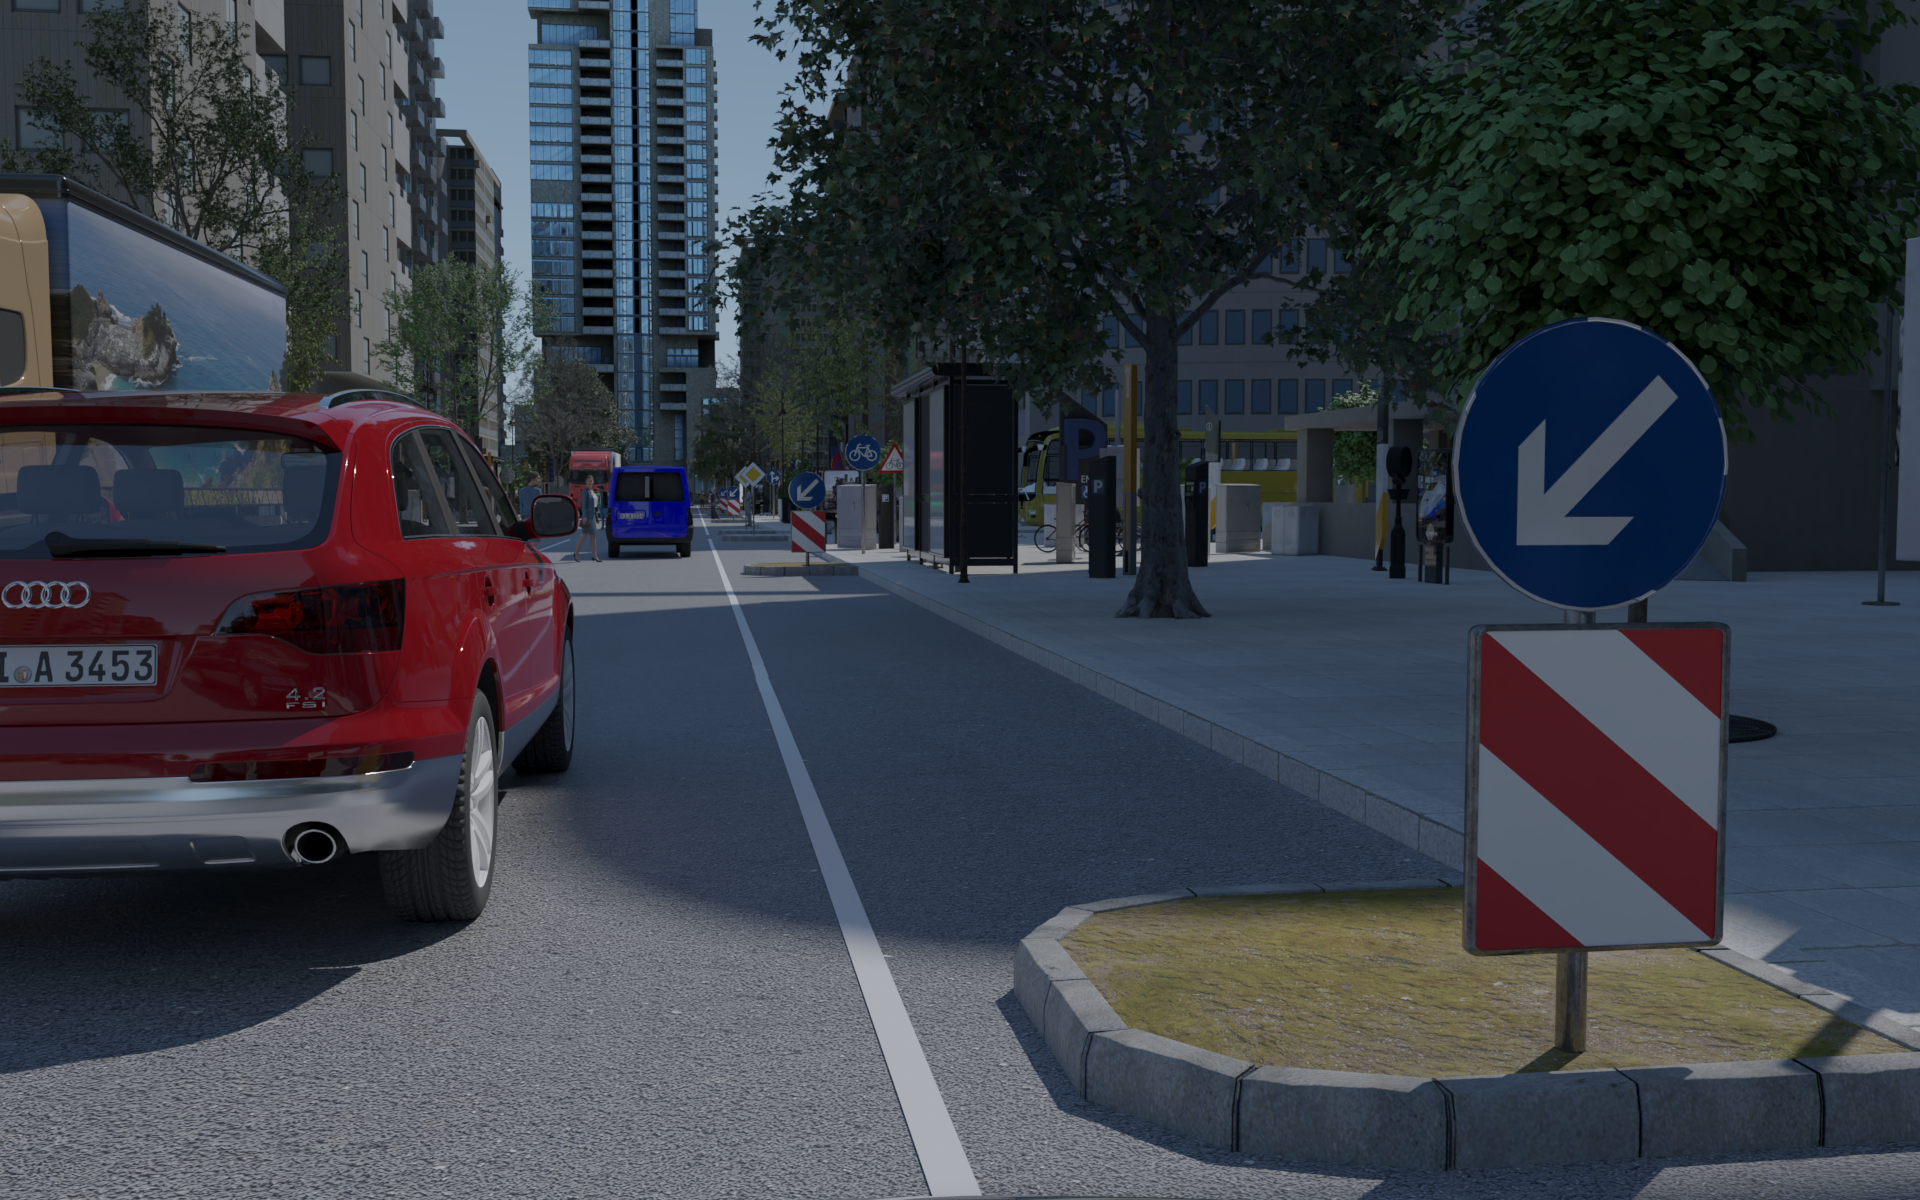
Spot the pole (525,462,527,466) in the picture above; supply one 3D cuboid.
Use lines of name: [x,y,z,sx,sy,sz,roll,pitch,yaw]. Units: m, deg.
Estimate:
pole: [-27.975,-7.212,111.752,0.158,3.312,0.155,0,3,0]

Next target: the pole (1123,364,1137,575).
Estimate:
pole: [2.687,-2.049,27.345,0.158,3.312,0.155,0,3,0]

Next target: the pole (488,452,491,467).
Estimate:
pole: [-22.843,-5.524,84.156,0.158,3.312,0.155,0,3,0]

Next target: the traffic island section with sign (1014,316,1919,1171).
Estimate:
traffic island section with sign: [1.202,0.243,4.650,1.989,1.847,2.006,-1,4,-9]

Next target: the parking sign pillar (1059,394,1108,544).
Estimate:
parking sign pillar: [3.256,-3.463,45.092,1.447,3.967,1.447,-1,4,-16]

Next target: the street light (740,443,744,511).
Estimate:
street light: [-16.919,-9.927,135.091,0.468,5.910,1.993,-1,4,-9]

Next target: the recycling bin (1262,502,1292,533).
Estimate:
recycling bin: [9.839,-2.511,53.602,0.722,1.027,0.722,3,5,41]

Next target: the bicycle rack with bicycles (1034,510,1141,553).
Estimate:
bicycle rack with bicycles: [3.376,-1.531,38.410,2.925,0.926,2.852,1,4,21]

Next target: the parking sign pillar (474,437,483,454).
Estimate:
parking sign pillar: [-23.029,-5.671,81.185,1.447,3.967,1.447,-1,4,-13]

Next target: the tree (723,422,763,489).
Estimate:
tree: [-20.808,-13.280,167.497,4.360,8.622,3.978,0,3,0]

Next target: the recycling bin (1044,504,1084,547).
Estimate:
recycling bin: [2.537,-1.814,42.214,0.722,1.027,0.722,3,5,42]

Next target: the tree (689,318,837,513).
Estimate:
tree: [-13.584,-12.842,120.343,12.009,13.543,11.850,0,3,0]

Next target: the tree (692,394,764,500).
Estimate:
tree: [-23.278,-15.310,176.078,9.928,11.665,9.643,0,3,0]

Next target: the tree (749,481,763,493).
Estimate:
tree: [-17.320,-9.184,144.757,1.663,3.219,1.824,0,3,0]

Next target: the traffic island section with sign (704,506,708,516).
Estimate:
traffic island section with sign: [-15.596,-6.413,113.479,1.989,1.847,2.006,-1,4,-9]

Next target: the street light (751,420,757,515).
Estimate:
street light: [-12.637,-8.176,106.463,0.468,5.910,1.993,-1,4,-9]

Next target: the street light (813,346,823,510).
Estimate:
street light: [-4.405,-4.942,53.591,0.468,5.910,1.993,-1,4,-9]

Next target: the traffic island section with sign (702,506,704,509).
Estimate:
traffic island section with sign: [-23.171,-9.416,162.574,1.989,1.847,2.006,-1,4,-9]

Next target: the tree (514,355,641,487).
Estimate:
tree: [-31.558,-13.718,141.290,9.611,12.733,9.660,0,3,0]

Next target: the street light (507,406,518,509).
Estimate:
street light: [-23.067,-7.130,89.368,0.468,5.910,1.993,-1,4,-9]

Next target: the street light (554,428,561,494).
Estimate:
street light: [-27.494,-8.902,118.340,0.468,5.910,1.993,-1,4,-9]

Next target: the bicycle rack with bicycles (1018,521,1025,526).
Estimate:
bicycle rack with bicycles: [3.134,-3.454,69.861,2.925,0.926,2.852,1,4,15]

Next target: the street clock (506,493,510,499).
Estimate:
street clock: [-28.517,-6.418,109.502,0.358,2.002,0.471,2,4,27]

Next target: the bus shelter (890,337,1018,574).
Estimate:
bus shelter: [-0.028,-3.321,31.923,2.179,5.291,8.768,-1,4,-9]

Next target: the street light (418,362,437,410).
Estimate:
street light: [-18.610,-5.375,60.669,0.468,5.910,1.993,-1,4,-9]

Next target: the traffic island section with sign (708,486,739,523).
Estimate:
traffic island section with sign: [-11.475,-4.784,86.839,1.989,1.847,2.006,-1,4,-9]

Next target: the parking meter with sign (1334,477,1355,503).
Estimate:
parking meter with sign: [11.370,-3.364,51.261,0.543,3.016,1.738,2,4,33]

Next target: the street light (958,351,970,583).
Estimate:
street light: [0.056,-3.184,24.841,0.468,5.910,1.993,-1,4,-9]

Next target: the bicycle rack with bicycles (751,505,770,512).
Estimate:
bicycle rack with bicycles: [-14.303,-6.936,126.787,2.852,0.926,2.925,2,4,27]

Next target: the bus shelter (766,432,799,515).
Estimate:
bus shelter: [-11.068,-8.045,109.174,2.179,5.291,8.768,-1,4,-9]

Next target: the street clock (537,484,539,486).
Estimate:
street clock: [-25.149,-5.988,102.469,0.471,2.002,0.358,0,4,-4]

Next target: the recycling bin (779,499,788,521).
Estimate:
recycling bin: [-8.168,-4.233,81.770,0.722,1.027,0.722,-1,4,-10]

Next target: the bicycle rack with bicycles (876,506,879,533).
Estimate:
bicycle rack with bicycles: [-1.726,-2.493,54.136,2.852,0.926,2.925,-1,4,-18]

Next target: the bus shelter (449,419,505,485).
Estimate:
bus shelter: [-26.655,-7.209,95.504,2.179,5.291,8.768,-1,4,-9]

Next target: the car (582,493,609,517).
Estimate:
car: [-19.606,-5.247,94.587,1.959,1.807,4.718,0,4,-7]

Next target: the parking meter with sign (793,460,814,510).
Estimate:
parking meter with sign: [-7.395,-5.441,85.223,1.738,3.016,0.543,3,5,40]

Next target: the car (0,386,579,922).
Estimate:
car: [-2.805,0.089,7.220,2.281,1.827,5.304,0,4,-7]

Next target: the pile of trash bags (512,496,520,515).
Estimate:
pile of trash bags: [-27.754,-5.918,106.519,1.912,1.369,3.447,3,4,38]

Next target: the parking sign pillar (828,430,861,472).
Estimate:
parking sign pillar: [-4.711,-5.041,70.888,1.447,3.967,1.447,-1,4,-14]

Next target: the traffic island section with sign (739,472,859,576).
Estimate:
traffic island section with sign: [-2.907,-1.386,31.292,1.989,1.847,2.006,-1,4,-9]

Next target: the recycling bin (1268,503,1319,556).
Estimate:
recycling bin: [7.025,-1.453,36.310,0.722,1.027,0.722,-3,5,-41]

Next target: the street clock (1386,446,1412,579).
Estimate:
street clock: [6.653,-1.328,26.281,0.358,2.002,0.471,3,4,38]
